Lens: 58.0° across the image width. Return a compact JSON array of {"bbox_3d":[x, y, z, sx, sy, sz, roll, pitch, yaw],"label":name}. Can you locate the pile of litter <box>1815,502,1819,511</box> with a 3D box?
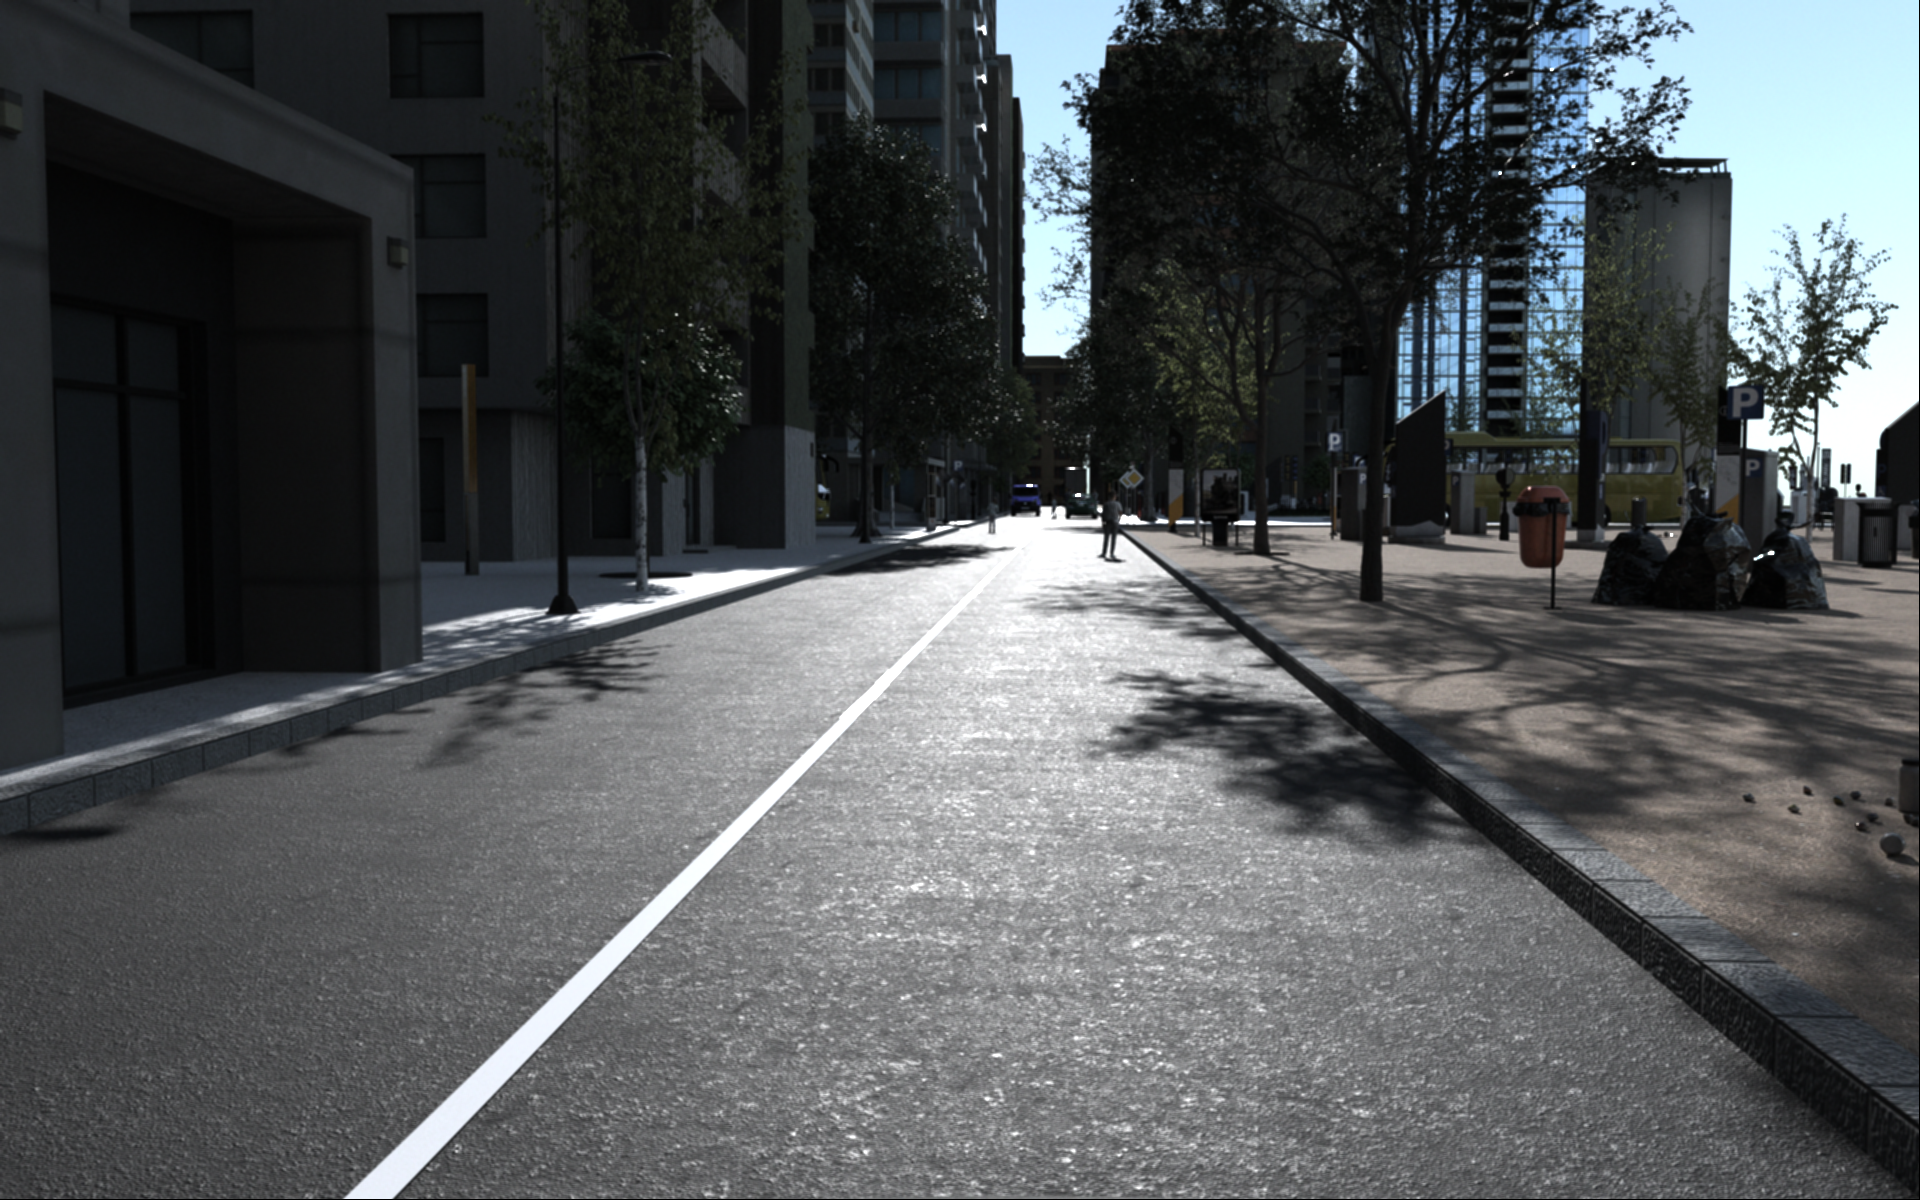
[{"bbox_3d":[51.119,-5.515,104.127,1.176,0.858,1.719,3,5,42],"label":"pile of litter"}]

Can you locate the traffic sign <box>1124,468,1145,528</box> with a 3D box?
[{"bbox_3d":[6.676,-3.838,66.392,0.795,2.450,0.064,0,4,4],"label":"traffic sign"}]

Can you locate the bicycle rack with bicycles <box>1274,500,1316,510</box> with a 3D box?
[{"bbox_3d":[19.828,-5.516,103.575,2.852,0.926,2.925,3,5,45],"label":"bicycle rack with bicycles"}]

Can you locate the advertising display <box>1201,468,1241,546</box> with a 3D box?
[{"bbox_3d":[6.439,-2.298,42.792,0.974,1.923,0.123,2,4,27],"label":"advertising display"}]

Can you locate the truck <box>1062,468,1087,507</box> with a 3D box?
[{"bbox_3d":[12.871,-12.539,193.926,2.839,4.237,11.283,0,4,3],"label":"truck"}]

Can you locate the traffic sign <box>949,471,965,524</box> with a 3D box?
[{"bbox_3d":[-0.179,-4.356,74.862,0.795,2.450,0.064,0,4,4],"label":"traffic sign"}]

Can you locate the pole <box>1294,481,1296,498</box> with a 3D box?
[{"bbox_3d":[25.729,-8.511,132.994,0.158,3.312,0.155,0,3,0],"label":"pole"}]

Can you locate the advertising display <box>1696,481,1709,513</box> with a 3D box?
[{"bbox_3d":[35.816,-4.790,83.524,0.974,1.923,0.123,-3,4,-37],"label":"advertising display"}]

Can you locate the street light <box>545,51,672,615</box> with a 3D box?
[{"bbox_3d":[-3.723,-2.804,18.381,1.470,5.913,1.316,0,4,4],"label":"street light"}]

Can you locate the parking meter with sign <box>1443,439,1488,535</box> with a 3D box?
[{"bbox_3d":[16.035,-3.600,55.122,1.738,3.016,0.543,-2,4,-30],"label":"parking meter with sign"}]

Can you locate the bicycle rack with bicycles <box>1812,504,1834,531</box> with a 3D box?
[{"bbox_3d":[30.929,-2.853,60.036,2.852,0.926,2.925,1,4,17],"label":"bicycle rack with bicycles"}]

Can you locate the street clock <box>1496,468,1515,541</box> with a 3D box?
[{"bbox_3d":[15.060,-2.648,47.871,0.471,2.002,0.358,-1,4,-19],"label":"street clock"}]

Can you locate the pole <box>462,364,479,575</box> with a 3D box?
[{"bbox_3d":[-7.719,-2.046,27.297,0.158,3.312,0.155,0,3,0],"label":"pole"}]

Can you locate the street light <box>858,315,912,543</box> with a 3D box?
[{"bbox_3d":[-1.940,-4.435,45.056,1.470,5.913,1.316,0,4,4],"label":"street light"}]

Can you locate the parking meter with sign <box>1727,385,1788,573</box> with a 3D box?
[{"bbox_3d":[13.151,-1.969,28.454,0.543,3.016,1.738,3,5,42],"label":"parking meter with sign"}]

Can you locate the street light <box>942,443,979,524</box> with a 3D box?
[{"bbox_3d":[-0.068,-6.247,74.672,1.470,5.913,1.316,0,4,4],"label":"street light"}]

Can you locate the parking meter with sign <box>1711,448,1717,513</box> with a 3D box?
[{"bbox_3d":[28.367,-4.186,64.706,0.543,3.016,1.738,1,4,21],"label":"parking meter with sign"}]

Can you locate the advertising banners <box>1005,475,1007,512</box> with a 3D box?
[{"bbox_3d":[3.330,-7.965,126.409,0.090,3.025,2.074,0,3,0],"label":"advertising banners"}]

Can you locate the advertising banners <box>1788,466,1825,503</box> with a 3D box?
[{"bbox_3d":[51.932,-6.737,106.341,2.074,3.025,0.090,2,4,34],"label":"advertising banners"}]

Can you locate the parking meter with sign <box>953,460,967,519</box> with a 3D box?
[{"bbox_3d":[0.041,-5.662,88.827,0.543,3.016,1.738,-1,4,-10],"label":"parking meter with sign"}]

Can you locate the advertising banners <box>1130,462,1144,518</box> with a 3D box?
[{"bbox_3d":[9.526,-5.851,91.844,0.090,3.025,2.074,3,4,36],"label":"advertising banners"}]

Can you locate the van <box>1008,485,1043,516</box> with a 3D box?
[{"bbox_3d":[4.351,-6.735,114.506,2.240,2.365,5.245,0,4,3],"label":"van"}]

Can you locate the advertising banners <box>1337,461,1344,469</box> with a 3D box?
[{"bbox_3d":[20.377,-5.713,89.588,2.074,3.025,0.090,1,4,8],"label":"advertising banners"}]

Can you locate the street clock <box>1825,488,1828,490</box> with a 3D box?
[{"bbox_3d":[62.708,-7.384,125.300,0.358,2.002,0.471,1,4,14],"label":"street clock"}]

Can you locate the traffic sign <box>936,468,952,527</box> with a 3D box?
[{"bbox_3d":[-0.702,-3.869,66.894,0.795,2.450,0.064,0,4,4],"label":"traffic sign"}]

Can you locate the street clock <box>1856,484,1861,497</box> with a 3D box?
[{"bbox_3d":[65.614,-7.460,126.546,0.358,2.002,0.471,1,4,12],"label":"street clock"}]

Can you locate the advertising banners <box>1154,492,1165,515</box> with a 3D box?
[{"bbox_3d":[12.559,-6.769,106.868,0.090,3.025,2.074,-2,4,-30],"label":"advertising banners"}]

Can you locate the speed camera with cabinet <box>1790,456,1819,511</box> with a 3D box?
[{"bbox_3d":[43.630,-5.814,89.394,2.038,3.252,0.660,-3,5,-40],"label":"speed camera with cabinet"}]

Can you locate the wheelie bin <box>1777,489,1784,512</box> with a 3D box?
[{"bbox_3d":[47.396,-5.666,100.550,0.693,1.594,0.980,3,5,41],"label":"wheelie bin"}]

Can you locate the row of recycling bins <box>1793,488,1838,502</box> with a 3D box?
[{"bbox_3d":[54.335,-6.301,110.138,1.069,1.692,3.534,-1,4,-16],"label":"row of recycling bins"}]

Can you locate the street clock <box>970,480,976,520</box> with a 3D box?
[{"bbox_3d":[0.661,-5.016,86.584,0.358,2.002,0.471,0,4,7],"label":"street clock"}]

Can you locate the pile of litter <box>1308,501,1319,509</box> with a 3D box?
[{"bbox_3d":[21.928,-5.700,107.162,1.176,0.858,1.719,-3,4,-37],"label":"pile of litter"}]

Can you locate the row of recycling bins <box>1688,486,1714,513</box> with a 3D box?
[{"bbox_3d":[38.110,-4.950,88.041,1.069,1.692,3.534,0,4,-4],"label":"row of recycling bins"}]

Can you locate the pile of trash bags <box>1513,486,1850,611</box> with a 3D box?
[{"bbox_3d":[7.950,-0.613,19.783,3.447,1.369,1.912,-1,4,-11],"label":"pile of trash bags"}]

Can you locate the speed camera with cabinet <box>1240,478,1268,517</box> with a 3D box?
[{"bbox_3d":[15.989,-6.203,95.760,2.038,3.252,0.660,1,4,11],"label":"speed camera with cabinet"}]

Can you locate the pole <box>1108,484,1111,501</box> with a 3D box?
[{"bbox_3d":[12.484,-9.226,144.695,0.158,3.312,0.155,0,3,0],"label":"pole"}]

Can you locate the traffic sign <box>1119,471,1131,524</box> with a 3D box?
[{"bbox_3d":[7.198,-4.325,74.360,0.795,2.450,0.064,0,4,4],"label":"traffic sign"}]

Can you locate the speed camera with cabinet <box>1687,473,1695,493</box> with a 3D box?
[{"bbox_3d":[58.997,-8.808,138.339,2.038,3.252,0.660,0,4,8],"label":"speed camera with cabinet"}]

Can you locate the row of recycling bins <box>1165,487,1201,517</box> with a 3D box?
[{"bbox_3d":[13.055,-5.408,95.540,3.534,1.692,1.069,-1,4,-12],"label":"row of recycling bins"}]

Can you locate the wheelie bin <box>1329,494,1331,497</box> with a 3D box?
[{"bbox_3d":[22.344,-5.788,102.534,0.980,1.594,0.693,2,4,28],"label":"wheelie bin"}]

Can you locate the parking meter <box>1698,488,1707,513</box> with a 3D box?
[{"bbox_3d":[33.578,-4.276,78.331,0.372,1.533,0.369,0,3,0],"label":"parking meter"}]

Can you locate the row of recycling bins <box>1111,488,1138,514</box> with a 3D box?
[{"bbox_3d":[10.790,-6.315,110.369,1.069,1.692,3.534,3,5,42],"label":"row of recycling bins"}]

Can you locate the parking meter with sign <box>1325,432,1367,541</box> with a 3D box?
[{"bbox_3d":[10.963,-3.176,48.185,0.543,3.016,1.738,-2,4,-31],"label":"parking meter with sign"}]

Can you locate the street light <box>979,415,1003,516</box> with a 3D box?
[{"bbox_3d":[1.704,-7.878,101.349,1.470,5.913,1.316,0,4,4],"label":"street light"}]

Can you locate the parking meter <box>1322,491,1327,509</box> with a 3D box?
[{"bbox_3d":[27.680,-7.537,131.641,0.372,1.533,0.369,0,3,0],"label":"parking meter"}]
